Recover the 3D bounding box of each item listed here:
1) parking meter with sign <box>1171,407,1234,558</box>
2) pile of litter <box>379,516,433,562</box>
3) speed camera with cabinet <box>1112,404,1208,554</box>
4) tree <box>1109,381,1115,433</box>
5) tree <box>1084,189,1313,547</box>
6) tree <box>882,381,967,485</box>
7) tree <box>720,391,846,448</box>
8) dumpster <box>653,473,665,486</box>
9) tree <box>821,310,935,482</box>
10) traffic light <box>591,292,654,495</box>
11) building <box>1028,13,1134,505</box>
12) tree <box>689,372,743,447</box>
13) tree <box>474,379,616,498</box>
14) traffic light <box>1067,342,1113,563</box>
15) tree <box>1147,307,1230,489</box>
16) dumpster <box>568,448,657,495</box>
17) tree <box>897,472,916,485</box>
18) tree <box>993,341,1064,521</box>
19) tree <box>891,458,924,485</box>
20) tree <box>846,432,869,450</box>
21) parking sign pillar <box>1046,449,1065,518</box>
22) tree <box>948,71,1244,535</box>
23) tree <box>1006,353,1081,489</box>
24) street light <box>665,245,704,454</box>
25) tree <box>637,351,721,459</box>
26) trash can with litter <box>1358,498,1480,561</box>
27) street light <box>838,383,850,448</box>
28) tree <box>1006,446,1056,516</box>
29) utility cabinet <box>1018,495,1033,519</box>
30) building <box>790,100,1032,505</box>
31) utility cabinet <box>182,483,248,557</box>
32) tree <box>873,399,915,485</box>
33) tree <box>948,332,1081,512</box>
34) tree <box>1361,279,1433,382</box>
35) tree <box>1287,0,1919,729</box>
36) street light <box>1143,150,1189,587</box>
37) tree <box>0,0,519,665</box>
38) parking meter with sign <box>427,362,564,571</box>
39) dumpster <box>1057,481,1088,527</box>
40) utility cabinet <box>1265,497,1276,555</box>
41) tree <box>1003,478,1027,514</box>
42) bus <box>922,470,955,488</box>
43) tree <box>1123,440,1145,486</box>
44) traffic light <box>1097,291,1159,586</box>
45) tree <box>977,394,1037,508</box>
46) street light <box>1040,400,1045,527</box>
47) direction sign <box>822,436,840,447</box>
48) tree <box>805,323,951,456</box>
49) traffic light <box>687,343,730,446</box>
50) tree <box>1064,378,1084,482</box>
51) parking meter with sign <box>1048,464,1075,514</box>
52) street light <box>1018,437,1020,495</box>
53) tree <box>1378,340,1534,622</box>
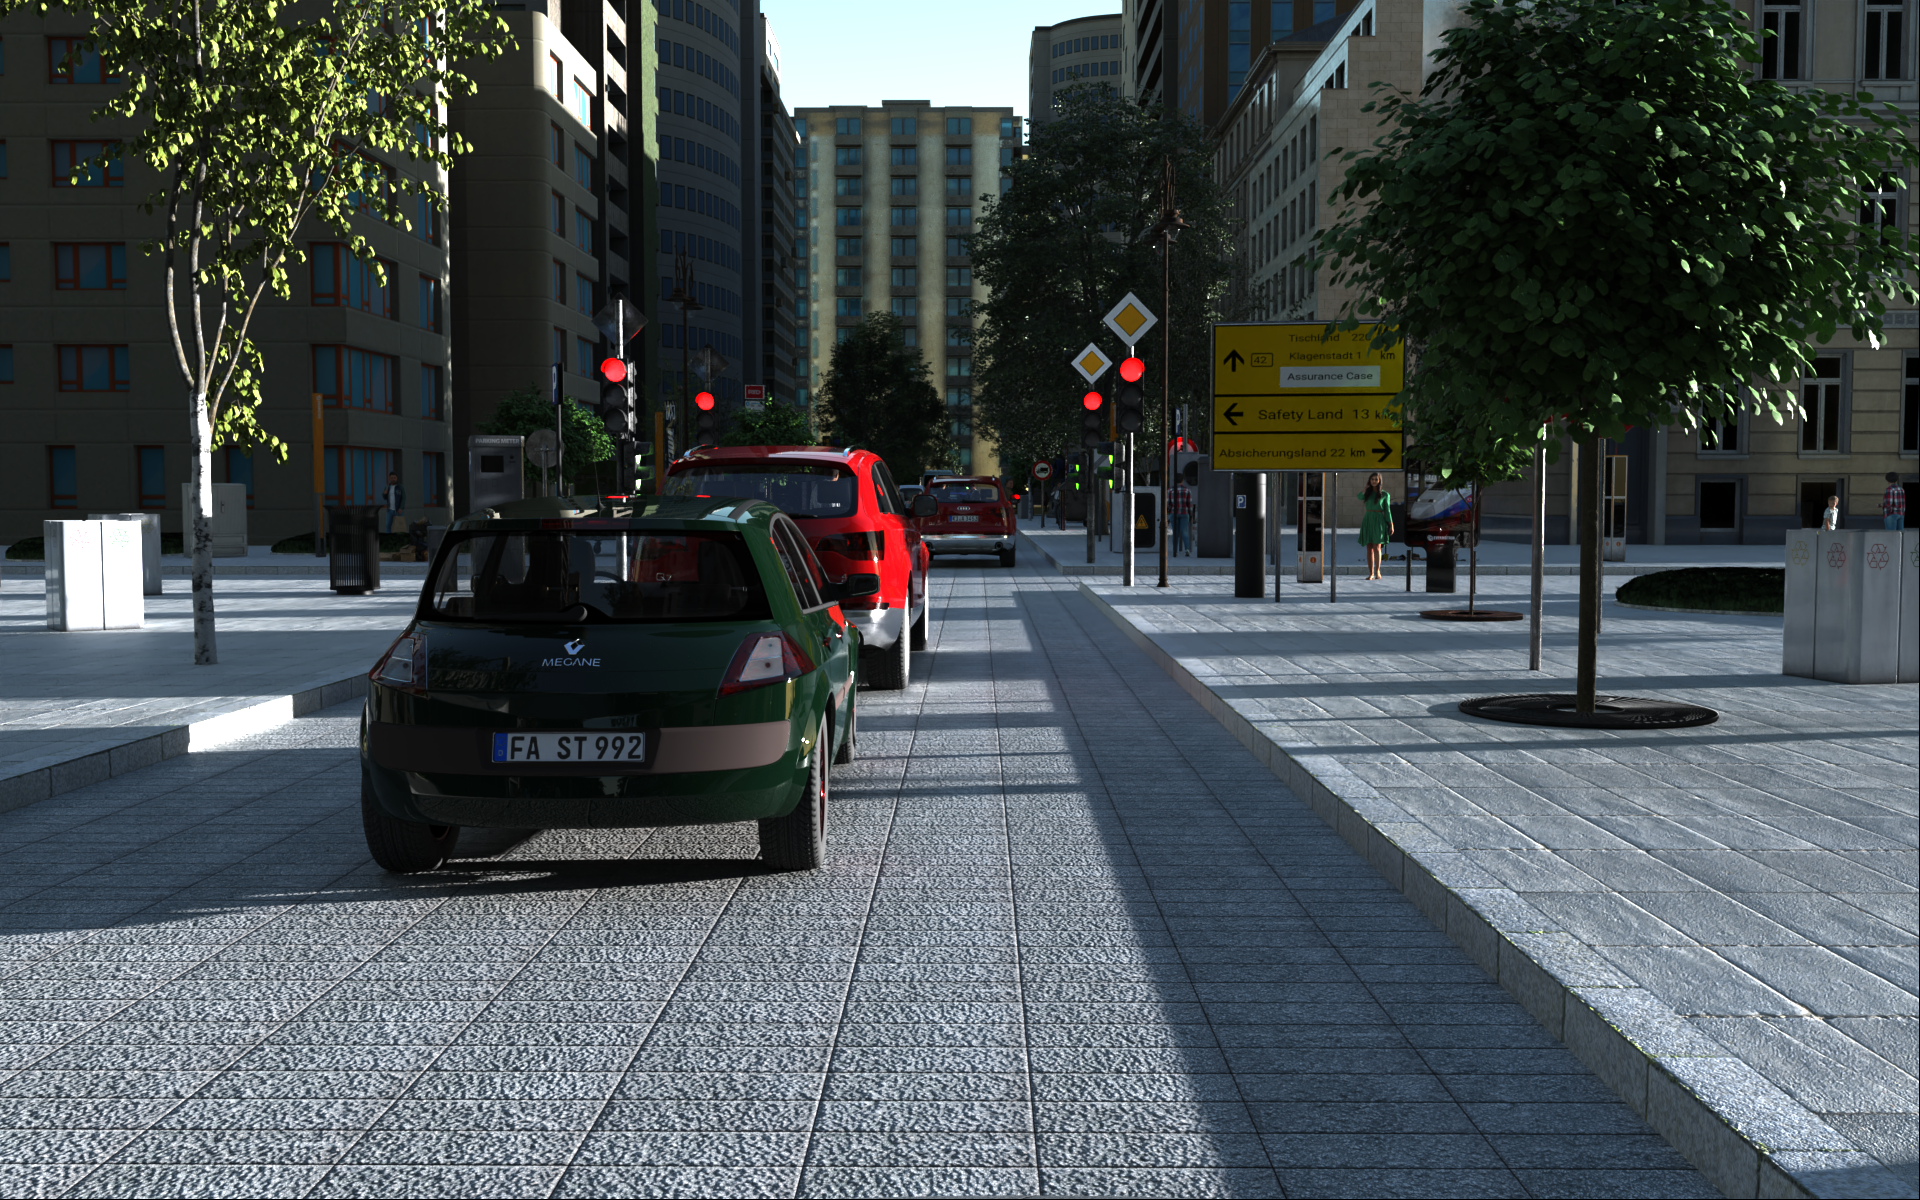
[{"bbox_3d":[5.152,-2.359,34.838,1.738,3.016,0.543,1,4,17],"label":"parking meter with sign"},{"bbox_3d":[-10.548,-1.171,33.113,1.176,0.858,1.719,-1,4,-18],"label":"pile of litter"},{"bbox_3d":[4.356,-2.652,37.696,2.038,3.252,0.660,-1,4,-19],"label":"speed camera with cabinet"},{"bbox_3d":[10.175,-9.417,104.330,4.737,8.622,4.395,0,3,0],"label":"tree"},{"bbox_3d":[6.001,-5.598,41.885,4.360,8.622,3.978,0,3,0],"label":"tree"},{"bbox_3d":[-4.079,-15.392,168.663,9.611,12.733,9.660,0,3,0],"label":"tree"},{"bbox_3d":[-6.095,-4.397,55.605,4.285,4.588,4.351,0,3,0],"label":"tree"},{"bbox_3d":[-7.601,-2.493,46.521,1.264,1.857,1.865,0,4,0],"label":"dumpster"},{"bbox_3d":[-5.228,-11.582,107.489,7.486,12.596,7.792,0,3,0],"label":"tree"},{"bbox_3d":[-4.723,-2.155,24.158,0.839,4.253,0.868,0,4,1],"label":"traffic light"},{"bbox_3d":[22.737,-40.941,211.383,28.212,58.520,21.231,0,4,1],"label":"building"},{"bbox_3d":[-13.993,-9.313,102.635,4.360,8.622,3.978,0,3,0],"label":"tree"},{"bbox_3d":[-12.133,-4.019,49.427,4.285,4.588,4.351,0,3,0],"label":"tree"},{"bbox_3d":[2.412,-2.641,32.093,0.839,4.253,0.868,0,4,1],"label":"traffic light"},{"bbox_3d":[9.810,-7.256,68.997,4.737,8.622,4.395,0,3,0],"label":"tree"},{"bbox_3d":[-7.250,-2.060,36.171,1.502,2.255,1.985,0,4,1],"label":"dumpster"},{"bbox_3d":[-4.236,-8.702,136.875,1.663,3.219,1.824,0,3,0],"label":"tree"},{"bbox_3d":[3.367,-8.029,81.632,4.360,8.622,3.978,0,3,0],"label":"tree"},{"bbox_3d":[-4.620,-10.198,150.445,4.285,4.588,4.351,0,3,0],"label":"tree"},{"bbox_3d":[-5.765,-6.050,82.636,4.285,4.588,4.351,0,3,0],"label":"tree"},{"bbox_3d":[5.386,-6.432,93.640,1.447,3.967,1.447,-1,4,-19],"label":"parking sign pillar"},{"bbox_3d":[4.430,-9.003,53.853,9.857,13.997,8.962,0,3,0],"label":"tree"},{"bbox_3d":[4.469,-8.450,88.512,4.737,8.622,4.395,0,3,0],"label":"tree"},{"bbox_3d":[-5.128,-3.645,32.391,0.468,5.910,1.993,0,4,1],"label":"street light"},{"bbox_3d":[-14.189,-8.430,88.194,4.737,8.622,4.395,0,3,0],"label":"tree"},{"bbox_3d":[8.872,-1.367,33.415,2.233,1.210,1.678,1,4,17],"label":"trash can with litter"},{"bbox_3d":[-4.818,-6.080,72.191,0.468,5.910,1.993,0,4,1],"label":"street light"},{"bbox_3d":[4.380,-7.226,101.851,4.285,4.588,4.351,0,3,0],"label":"tree"},{"bbox_3d":[3.396,-4.812,89.832,0.306,1.237,1.020,3,4,39],"label":"utility cabinet"},{"bbox_3d":[-6.584,-36.308,213.246,30.456,49.044,23.786,0,4,1],"label":"building"},{"bbox_3d":[-15.052,-1.610,35.005,0.318,1.500,1.173,3,5,43],"label":"utility cabinet"},{"bbox_3d":[-4.950,-10.682,125.020,4.360,8.622,3.978,0,3,0],"label":"tree"},{"bbox_3d":[4.289,-12.949,122.078,12.009,13.543,11.850,0,3,0],"label":"tree"},{"bbox_3d":[11.450,-5.513,40.492,4.360,8.622,3.978,0,3,0],"label":"tree"},{"bbox_3d":[3.607,-1.612,10.069,4.285,4.588,4.351,0,3,0],"label":"tree"},{"bbox_3d":[2.806,-3.116,23.740,0.468,5.910,1.993,0,4,1],"label":"street light"},{"bbox_3d":[-5.498,-3.828,12.956,4.737,8.622,4.395,0,3,0],"label":"tree"},{"bbox_3d":[-6.140,-1.629,22.890,1.738,3.016,0.543,-1,4,-20],"label":"parking meter with sign"},{"bbox_3d":[4.465,-3.786,67.663,1.264,1.857,1.865,0,4,1],"label":"dumpster"},{"bbox_3d":[6.505,-1.589,37.146,0.306,1.237,1.020,-1,4,-13],"label":"utility cabinet"},{"bbox_3d":[3.721,-7.287,113.743,1.663,3.219,1.824,0,3,0],"label":"tree"},{"bbox_3d":[-1.363,-8.886,140.139,2.948,3.499,13.247,0,4,2],"label":"bus"},{"bbox_3d":[11.812,-9.022,97.874,4.737,8.622,4.395,0,3,0],"label":"tree"},{"bbox_3d":[2.338,-2.152,24.109,0.839,4.253,0.868,0,4,1],"label":"traffic light"},{"bbox_3d":[5.029,-14.074,155.872,9.928,11.665,9.643,0,3,0],"label":"tree"},{"bbox_3d":[3.246,-5.804,67.688,0.468,5.910,1.993,0,4,1],"label":"street light"},{"bbox_3d":[-5.023,-4.628,67.670,0.379,3.537,0.876,3,5,45],"label":"direction sign"},{"bbox_3d":[-4.542,-9.759,93.967,8.767,10.594,7.601,0,4,8],"label":"tree"},{"bbox_3d":[-4.649,-2.644,32.143,0.839,4.253,0.868,0,4,1],"label":"traffic light"},{"bbox_3d":[6.740,-6.918,63.474,4.360,8.622,3.978,0,3,0],"label":"tree"},{"bbox_3d":[5.716,-6.264,98.676,0.543,3.016,1.738,-3,5,-41],"label":"parking meter with sign"},{"bbox_3d":[3.642,-8.201,106.881,0.468,5.910,1.993,0,4,1],"label":"street light"},{"bbox_3d":[5.310,-1.412,17.693,1.663,3.219,1.824,0,3,0],"label":"tree"}]
